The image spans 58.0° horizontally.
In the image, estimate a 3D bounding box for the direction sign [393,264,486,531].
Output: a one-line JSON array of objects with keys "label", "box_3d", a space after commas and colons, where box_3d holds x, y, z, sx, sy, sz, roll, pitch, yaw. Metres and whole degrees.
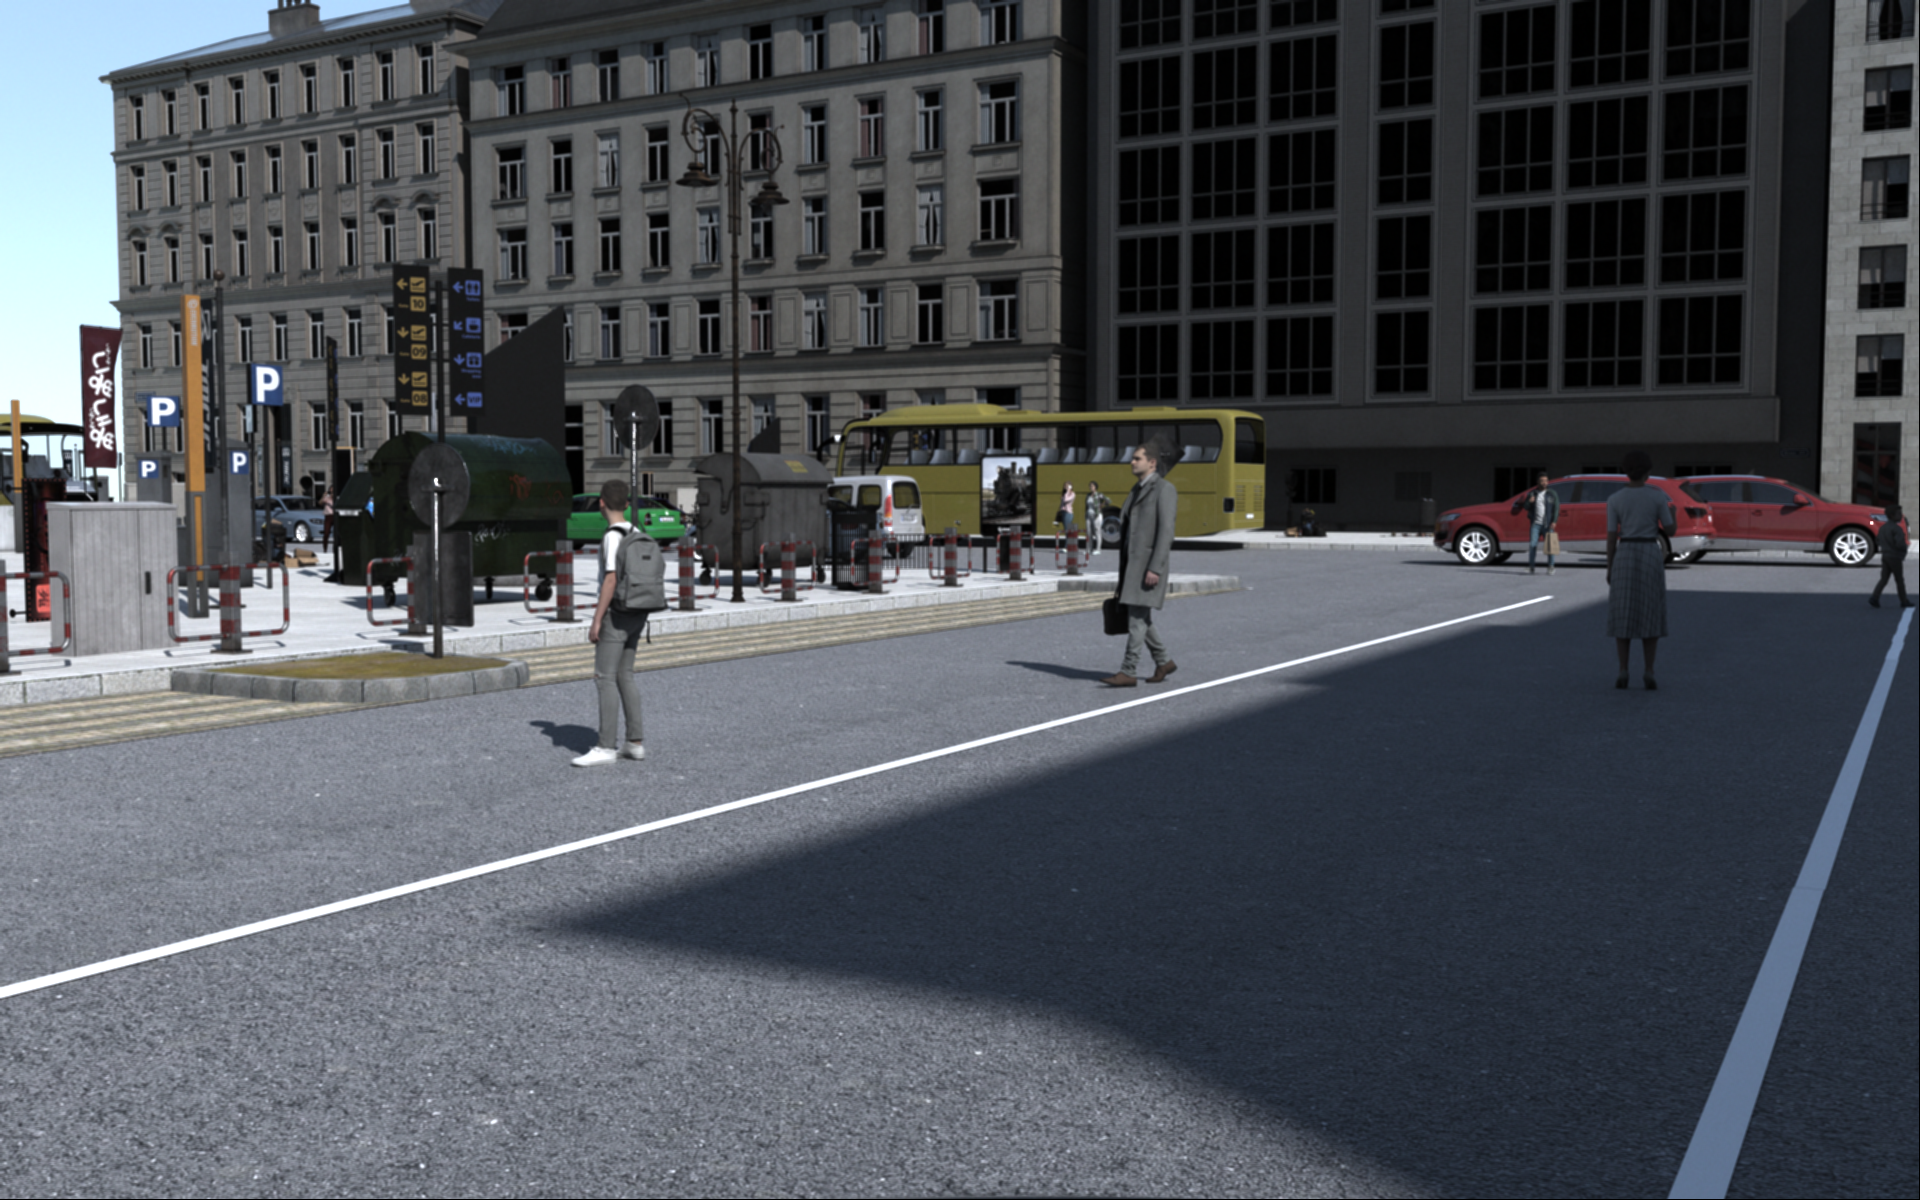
[{"label": "direction sign", "box_3d": [-5.189, -1.550, 17.335, 0.876, 3.537, 0.379, -2, 4, -29]}]

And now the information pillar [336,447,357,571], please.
[{"label": "information pillar", "box_3d": [-9.646, -1.391, 27.233, 0.304, 2.012, 0.304, 0, 4, -7]}]

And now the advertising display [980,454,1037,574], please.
[{"label": "advertising display", "box_3d": [0.776, -1.390, 27.942, 0.974, 1.923, 0.123, 2, 4, 29]}]

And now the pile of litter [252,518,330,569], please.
[{"label": "pile of litter", "box_3d": [-11.878, -1.013, 30.528, 1.176, 0.858, 1.719, 3, 5, 41]}]

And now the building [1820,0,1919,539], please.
[{"label": "building", "box_3d": [34.660, -11.923, 49.692, 16.860, 20.320, 10.420, 2, 4, 30]}]

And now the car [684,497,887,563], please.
[{"label": "car", "box_3d": [-3.720, -1.479, 36.185, 4.499, 1.417, 2.014, 2, 4, 28]}]

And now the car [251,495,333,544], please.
[{"label": "car", "box_3d": [-19.868, -2.419, 51.549, 4.499, 1.417, 2.014, 2, 4, 31]}]

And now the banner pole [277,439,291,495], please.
[{"label": "banner pole", "box_3d": [-30.588, -5.402, 78.342, 0.863, 3.779, 0.401, 1, 4, 16]}]

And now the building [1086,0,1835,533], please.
[{"label": "building", "box_3d": [17.597, -16.353, 60.886, 24.014, 27.812, 14.314, 2, 4, 30]}]

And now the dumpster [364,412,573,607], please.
[{"label": "dumpster", "box_3d": [-5.722, -1.081, 20.171, 1.502, 2.255, 1.985, 2, 4, 30]}]

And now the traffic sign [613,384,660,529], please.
[{"label": "traffic sign", "box_3d": [-3.789, -1.226, 20.149, 0.768, 2.556, 0.104, 3, 4, 36]}]

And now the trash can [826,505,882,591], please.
[{"label": "trash can", "box_3d": [-1.416, -0.704, 23.158, 0.748, 1.137, 0.748, 0, 3, 0]}]

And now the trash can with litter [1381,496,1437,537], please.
[{"label": "trash can with litter", "box_3d": [13.736, -2.527, 52.378, 2.233, 1.210, 1.678, 0, 4, -5]}]

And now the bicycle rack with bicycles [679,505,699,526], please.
[{"label": "bicycle rack with bicycles", "box_3d": [-8.995, -2.703, 57.572, 2.925, 0.926, 2.852, 0, 4, 7]}]

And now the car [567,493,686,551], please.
[{"label": "car", "box_3d": [-9.086, -2.107, 43.242, 4.718, 1.807, 1.959, 2, 4, 29]}]

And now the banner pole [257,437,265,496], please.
[{"label": "banner pole", "box_3d": [-30.937, -5.307, 76.786, 0.863, 3.779, 0.401, 3, 5, 43]}]

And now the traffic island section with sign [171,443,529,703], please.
[{"label": "traffic island section with sign", "box_3d": [-4.341, -0.256, 12.814, 1.989, 1.847, 2.006, 2, 4, 30]}]

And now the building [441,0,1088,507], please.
[{"label": "building", "box_3d": [-5.448, -14.794, 75.174, 30.059, 22.955, 16.112, 2, 4, 30]}]

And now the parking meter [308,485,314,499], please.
[{"label": "parking meter", "box_3d": [-29.318, -4.433, 78.183, 0.255, 1.863, 0.399, -1, 4, -17]}]

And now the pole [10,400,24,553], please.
[{"label": "pole", "box_3d": [-20.438, -2.673, 37.550, 0.158, 3.312, 0.155, 0, 3, 0]}]

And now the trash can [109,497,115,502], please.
[{"label": "trash can", "box_3d": [-39.186, -4.150, 79.500, 0.748, 1.137, 0.748, 0, 3, 0]}]

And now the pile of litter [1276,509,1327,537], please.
[{"label": "pile of litter", "box_3d": [10.236, -2.317, 51.853, 1.719, 0.858, 1.176, 0, 4, -7]}]

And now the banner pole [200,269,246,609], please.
[{"label": "banner pole", "box_3d": [-8.436, -1.806, 19.545, 0.863, 3.779, 0.401, 3, 5, 39]}]

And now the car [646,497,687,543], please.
[{"label": "car", "box_3d": [-10.019, -2.361, 51.182, 3.894, 1.354, 1.945, 2, 4, 31]}]

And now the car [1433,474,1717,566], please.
[{"label": "car", "box_3d": [12.116, -1.570, 34.340, 5.304, 1.827, 2.281, 2, 4, 28]}]

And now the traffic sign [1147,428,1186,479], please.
[{"label": "traffic sign", "box_3d": [3.033, -1.384, 26.270, 0.795, 2.450, 0.064, 2, 4, 30]}]

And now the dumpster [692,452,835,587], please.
[{"label": "dumpster", "box_3d": [-2.787, -1.148, 24.533, 1.264, 1.857, 1.865, 2, 4, 30]}]

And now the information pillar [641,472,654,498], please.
[{"label": "information pillar", "box_3d": [-10.522, -3.295, 58.373, 0.304, 2.012, 0.304, 1, 4, 16]}]

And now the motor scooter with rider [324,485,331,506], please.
[{"label": "motor scooter with rider", "box_3d": [-20.914, -3.000, 58.016, 1.986, 1.779, 0.876, 2, 4, 32]}]

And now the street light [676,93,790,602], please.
[{"label": "street light", "box_3d": [-2.643, -2.912, 20.406, 0.468, 5.910, 1.993, 2, 4, 30]}]

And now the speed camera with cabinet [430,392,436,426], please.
[{"label": "speed camera with cabinet", "box_3d": [-10.904, -2.431, 34.085, 2.038, 3.252, 0.660, 3, 5, 40]}]

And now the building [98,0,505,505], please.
[{"label": "building", "box_3d": [-29.965, -17.764, 87.703, 25.104, 27.353, 12.463, 2, 4, 30]}]

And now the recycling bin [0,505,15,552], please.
[{"label": "recycling bin", "box_3d": [-21.446, -1.607, 38.825, 0.722, 1.027, 0.722, -2, 4, -33]}]

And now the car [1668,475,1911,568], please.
[{"label": "car", "box_3d": [16.337, -1.624, 35.229, 5.304, 1.827, 2.281, 2, 4, 30]}]

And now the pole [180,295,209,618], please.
[{"label": "pole", "box_3d": [-7.898, -1.469, 17.865, 0.158, 3.312, 0.155, 0, 3, 0]}]

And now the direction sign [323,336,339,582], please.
[{"label": "direction sign", "box_3d": [-9.134, -2.036, 25.280, 0.379, 3.537, 0.876, -1, 4, -12]}]
